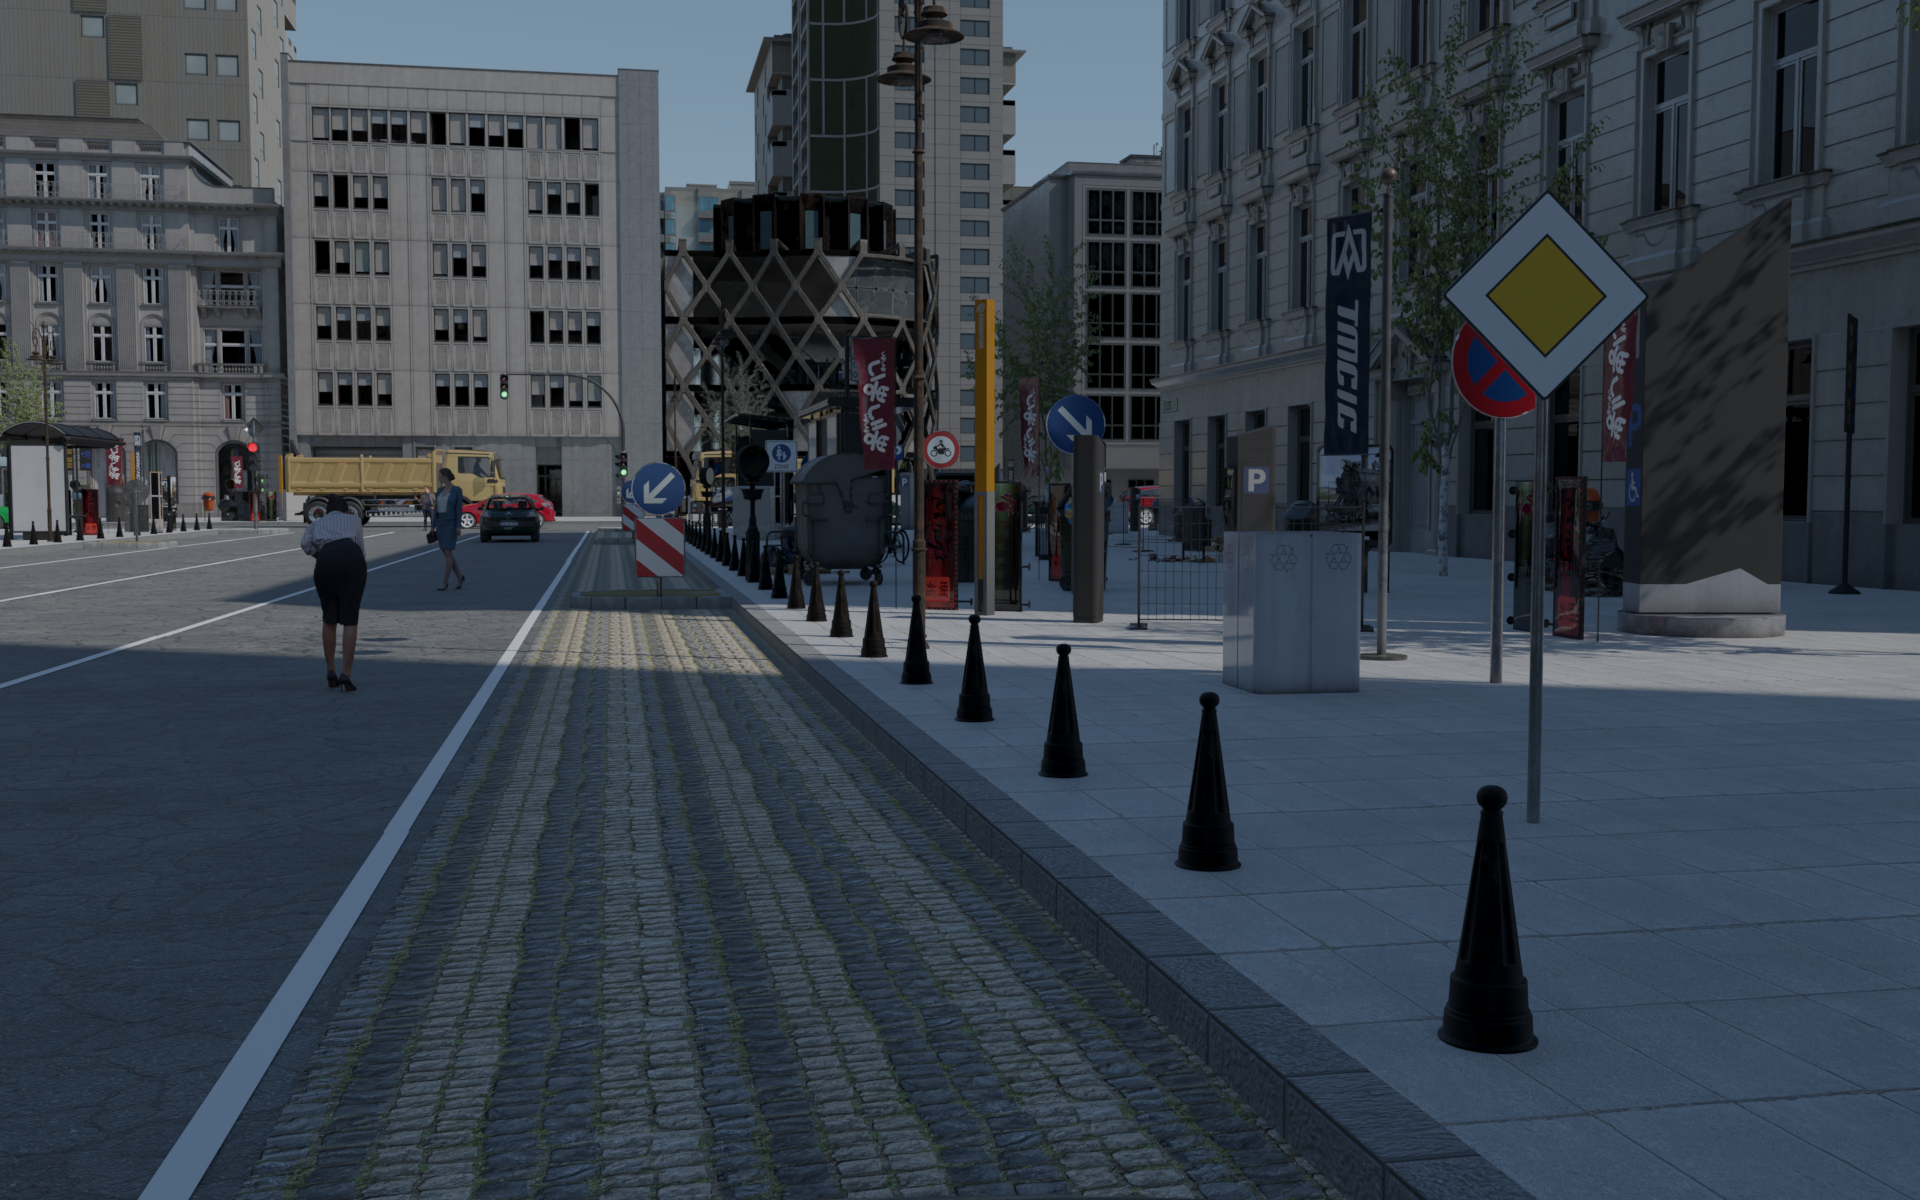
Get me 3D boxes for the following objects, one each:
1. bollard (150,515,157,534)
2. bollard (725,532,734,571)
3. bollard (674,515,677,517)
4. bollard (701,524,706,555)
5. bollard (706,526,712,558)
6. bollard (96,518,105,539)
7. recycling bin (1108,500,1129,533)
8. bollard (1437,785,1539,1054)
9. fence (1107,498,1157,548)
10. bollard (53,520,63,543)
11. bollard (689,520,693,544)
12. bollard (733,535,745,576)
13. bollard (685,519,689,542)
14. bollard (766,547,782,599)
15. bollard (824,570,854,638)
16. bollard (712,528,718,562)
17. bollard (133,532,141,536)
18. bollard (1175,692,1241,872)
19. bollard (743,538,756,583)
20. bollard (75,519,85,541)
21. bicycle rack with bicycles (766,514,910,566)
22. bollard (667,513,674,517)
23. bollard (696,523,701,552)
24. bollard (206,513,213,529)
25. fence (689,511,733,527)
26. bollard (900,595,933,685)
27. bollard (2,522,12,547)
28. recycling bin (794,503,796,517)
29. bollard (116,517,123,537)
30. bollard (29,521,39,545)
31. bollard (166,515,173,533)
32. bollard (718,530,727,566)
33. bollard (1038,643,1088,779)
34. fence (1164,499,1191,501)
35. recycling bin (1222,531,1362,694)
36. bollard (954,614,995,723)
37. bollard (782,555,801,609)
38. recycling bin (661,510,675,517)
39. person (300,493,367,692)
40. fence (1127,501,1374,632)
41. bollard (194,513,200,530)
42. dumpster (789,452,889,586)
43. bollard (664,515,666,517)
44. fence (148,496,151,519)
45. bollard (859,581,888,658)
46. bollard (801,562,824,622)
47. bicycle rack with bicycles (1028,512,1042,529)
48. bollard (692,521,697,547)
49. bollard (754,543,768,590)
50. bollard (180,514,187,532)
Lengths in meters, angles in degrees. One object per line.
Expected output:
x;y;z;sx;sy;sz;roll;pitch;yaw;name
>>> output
-25.788;-2.406;55.380;0.229;0.601;0.229;0;3;0;bollard
-3.768;-0.792;28.982;0.229;0.601;0.229;0;3;0;bollard
-8.390;-2.198;51.986;0.229;0.601;0.229;0;3;0;bollard
-5.307;-1.260;36.648;0.229;0.601;0.229;0;3;0;bollard
-4.921;-1.143;34.736;0.229;0.601;0.229;0;3;0;bollard
-24.628;-2.054;49.619;0.229;0.601;0.229;0;3;0;bollard
5.151;-2.718;56.994;0.722;1.027;0.722;0;4;-3;recycling bin
1.242;0.733;4.059;0.229;0.601;0.229;0;3;0;bollard
3.520;-1.721;39.342;0.480;1.192;2.264;-2;4;-32;fence
-23.860;-1.819;45.782;0.229;0.601;0.229;0;3;0;bollard
-6.458;-1.611;42.388;0.229;0.601;0.229;0;3;0;bollard
-3.380;-0.674;27.059;0.229;0.601;0.229;0;3;0;bollard
-6.845;-1.729;44.317;0.229;0.601;0.229;0;3;0;bollard
-2.223;-0.322;21.305;0.229;0.601;0.229;0;3;0;bollard
-1.067;0.030;15.558;0.229;0.601;0.229;0;3;0;bollard
-4.536;-1.026;32.823;0.229;0.601;0.229;0;3;0;bollard
-25.399;-2.288;53.448;0.229;0.601;0.229;0;3;0;bollard
0.858;0.616;5.972;0.229;0.601;0.229;0;3;0;bollard
-2.990;-0.556;25.131;0.229;0.601;0.229;0;3;0;bollard
-24.242;-1.936;47.696;0.229;0.601;0.229;0;3;0;bollard
-2.061;-1.107;31.475;2.925;0.926;2.852;-3;5;-42;bicycle rack with bicycles
-9.547;-2.550;57.734;0.229;0.601;0.229;0;3;0;bollard
-5.688;-1.377;38.562;0.229;0.601;0.229;0;3;0;bollard
-27.327;-2.875;63.042;0.229;0.601;0.229;0;3;0;bollard
-8.456;-2.715;59.767;2.069;0.683;0.278;-3;4;-36;fence
-0.295;0.264;11.729;0.229;0.601;0.229;0;3;0;bollard
-23.088;-1.584;41.947;0.229;0.601;0.229;0;3;0;bollard
-6.114;-3.325;66.919;0.722;1.027;0.722;1;4;9;recycling bin
-25.014;-2.171;51.535;0.229;0.601;0.229;0;3;0;bollard
-23.473;-1.702;43.869;0.229;0.601;0.229;0;3;0;bollard
-26.172;-2.524;57.302;0.229;0.601;0.229;0;3;0;bollard
-4.150;-0.909;30.898;0.229;0.601;0.229;0;3;0;bollard
0.472;0.498;7.903;0.229;0.601;0.229;0;3;0;bollard
4.869;-1.936;42.852;2.264;1.192;0.480;3;5;44;fence
2.186;0.067;11.461;0.722;1.027;0.722;-1;4;-10;recycling bin
0.082;0.381;9.815;0.229;0.601;0.229;0;3;0;bollard
-1.835;-0.205;19.393;0.229;0.601;0.229;0;3;0;bollard
-15.292;-4.756;90.310;0.722;1.027;0.722;-2;4;-24;recycling bin
-4.578;-0.069;12.823;0.799;1.438;0.628;3;5;40;person
2.750;-0.319;16.411;2.264;1.192;0.480;0;4;7;fence
-26.940;-2.758;61.128;0.229;0.601;0.229;0;3;0;bollard
-1.737;-1.173;24.941;1.264;1.857;1.865;-1;4;-11;dumpster
-10.311;-2.784;61.568;0.229;0.601;0.229;0;3;0;bollard
-41.432;-4.780;89.352;2.264;1.192;0.480;3;5;43;fence
-0.680;0.147;13.642;0.229;0.601;0.229;0;3;0;bollard
-1.450;-0.087;17.471;0.229;0.601;0.229;0;3;0;bollard
1.847;-3.126;64.494;2.925;0.926;2.852;3;5;42;bicycle rack with bicycles
-6.073;-1.494;40.475;0.229;0.601;0.229;0;3;0;bollard
-2.606;-0.439;23.218;0.229;0.601;0.229;0;3;0;bollard
-26.557;-2.641;59.214;0.229;0.601;0.229;0;3;0;bollard
